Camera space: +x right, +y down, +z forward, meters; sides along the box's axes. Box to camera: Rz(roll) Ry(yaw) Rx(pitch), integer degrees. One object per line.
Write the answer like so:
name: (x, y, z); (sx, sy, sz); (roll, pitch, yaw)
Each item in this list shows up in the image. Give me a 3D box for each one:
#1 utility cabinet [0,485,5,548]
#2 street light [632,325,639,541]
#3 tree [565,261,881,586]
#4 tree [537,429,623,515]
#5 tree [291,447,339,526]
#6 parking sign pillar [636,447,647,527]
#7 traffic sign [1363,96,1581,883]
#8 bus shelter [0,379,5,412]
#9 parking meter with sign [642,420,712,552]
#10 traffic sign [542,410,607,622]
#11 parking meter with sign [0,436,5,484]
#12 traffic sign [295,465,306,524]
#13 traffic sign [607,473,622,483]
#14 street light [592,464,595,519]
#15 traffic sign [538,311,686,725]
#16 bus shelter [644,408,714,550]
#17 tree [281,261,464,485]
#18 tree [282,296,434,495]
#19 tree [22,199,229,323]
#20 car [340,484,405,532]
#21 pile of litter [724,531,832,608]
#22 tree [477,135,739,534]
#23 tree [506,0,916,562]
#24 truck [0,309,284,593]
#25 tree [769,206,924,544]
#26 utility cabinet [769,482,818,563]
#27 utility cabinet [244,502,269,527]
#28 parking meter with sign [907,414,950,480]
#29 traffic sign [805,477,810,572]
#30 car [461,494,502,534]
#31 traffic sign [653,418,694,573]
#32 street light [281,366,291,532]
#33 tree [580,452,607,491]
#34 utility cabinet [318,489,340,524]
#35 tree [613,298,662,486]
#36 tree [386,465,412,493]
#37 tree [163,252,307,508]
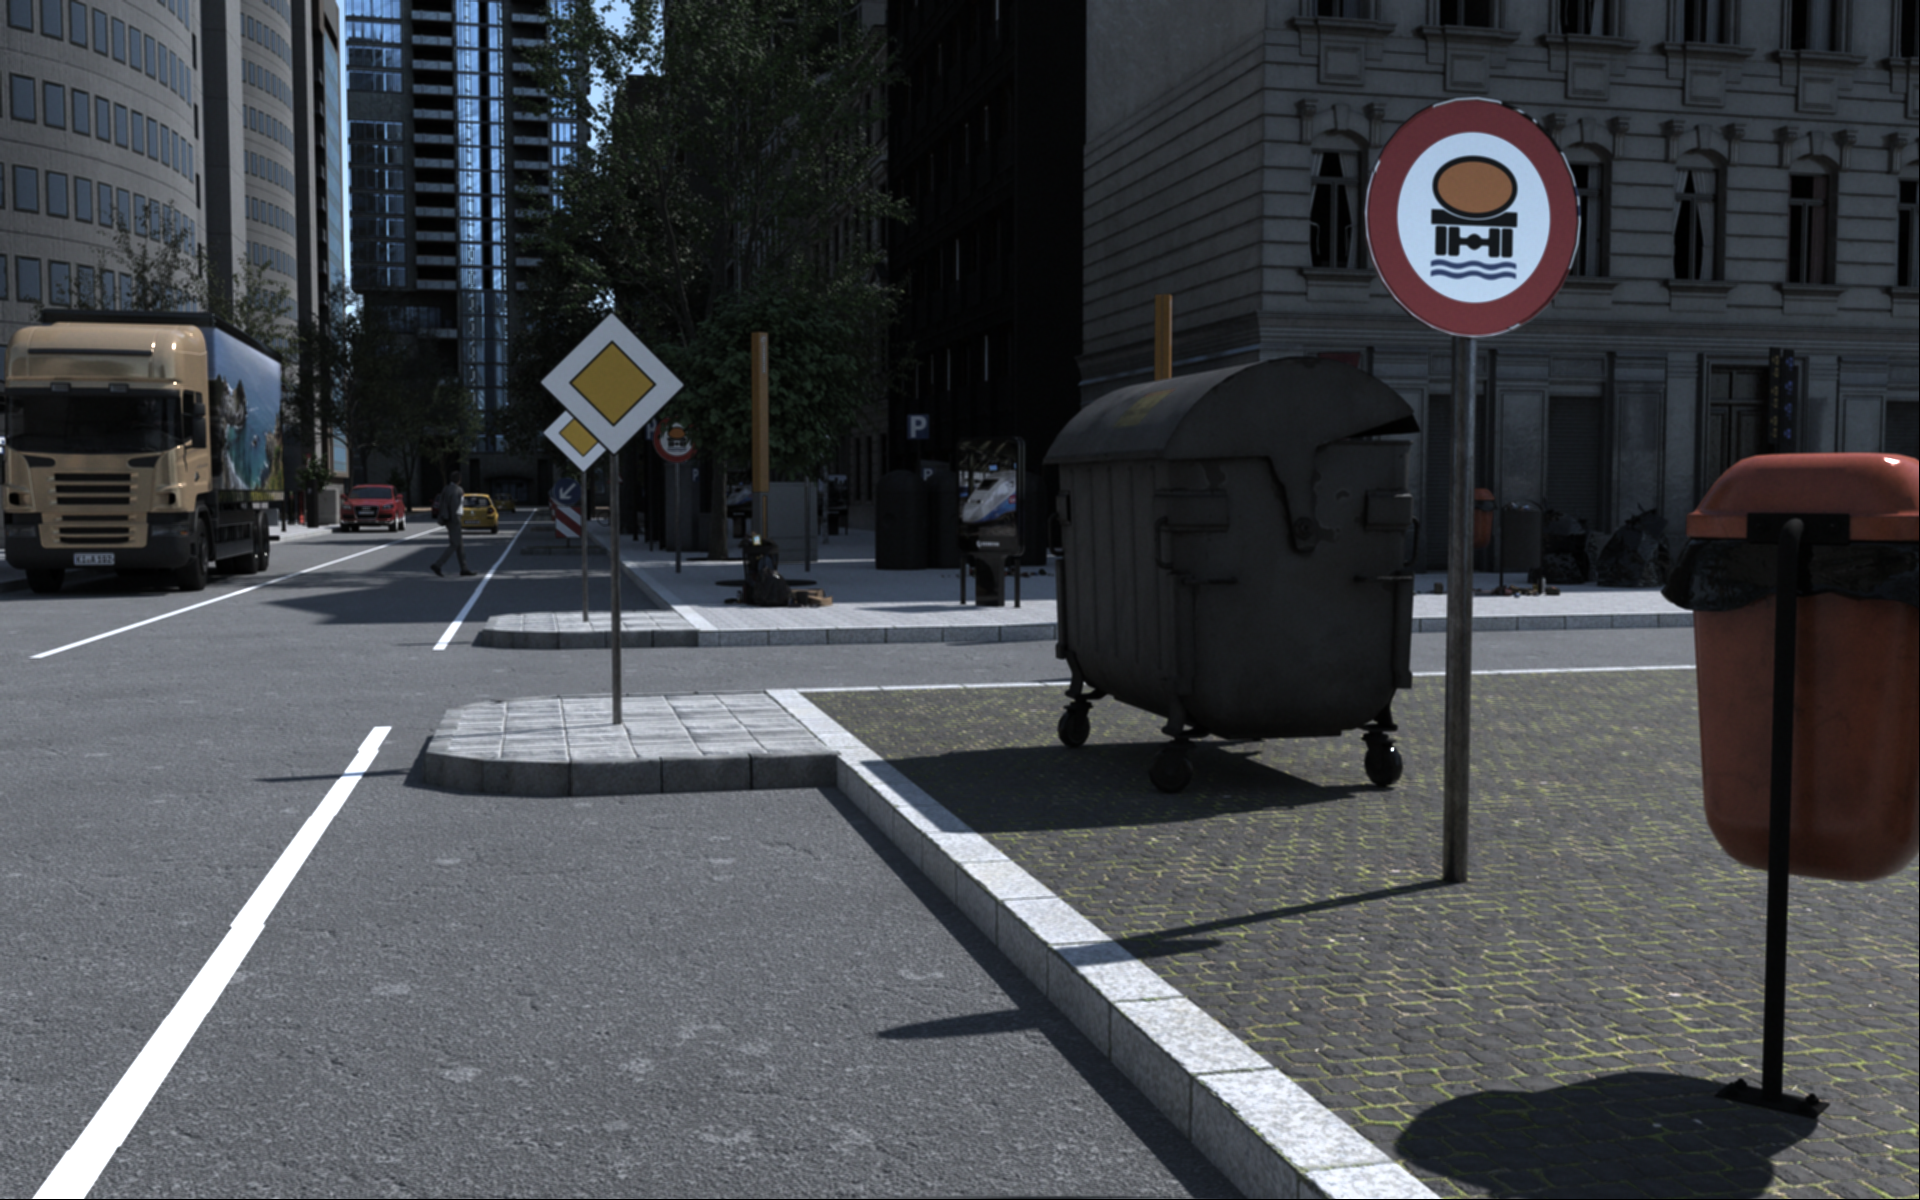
utility cabinet: (-22.331, -1.959, 40.701); (1.173, 1.500, 0.318); (2, 4, 27)
street light: (-8.933, -4.570, 47.514); (0.468, 5.910, 1.993); (-1, 4, -13)
tree: (-2.680, -2.497, 24.542); (4.285, 4.588, 4.351); (0, 3, 0)
tree: (-22.938, -11.623, 108.169); (7.486, 12.596, 7.792); (0, 3, 0)
tree: (-26.343, -4.646, 70.563); (1.663, 3.219, 1.824); (0, 3, 0)
parking sign pillar: (-12.174, -4.825, 67.358); (1.447, 3.967, 1.447); (0, 4, -4)
traffic sign: (1.644, -0.340, 5.672); (0.768, 2.556, 0.104); (-1, 4, -13)
bus shelter: (-16.177, -2.026, 27.055); (2.014, 3.302, 5.546); (-1, 4, -13)
parking meter with sign: (-6.170, -2.584, 38.514); (1.738, 3.016, 0.543); (1, 4, 22)
traffic sign: (-3.770, -0.839, 17.358); (0.795, 2.450, 0.064); (-1, 4, -13)
parking meter with sign: (-29.525, -3.407, 51.967); (1.738, 3.016, 0.543); (0, 4, 2)
traffic sign: (-28.443, -4.588, 75.119); (0.768, 2.556, 0.104); (0, 4, -6)
traffic sign: (-17.046, -5.253, 85.883); (0.884, 2.594, 0.081); (-1, 4, -12)
street light: (-19.187, -7.202, 90.547); (0.468, 5.910, 1.993); (-1, 4, -13)
traffic sign: (-1.914, -0.364, 9.591); (0.795, 2.450, 0.064); (-1, 4, -13)
bus shelter: (-7.114, -3.145, 42.700); (1.731, 3.624, 6.357); (-1, 4, -13)
tree: (-31.635, -11.099, 91.841); (12.009, 13.543, 11.850); (0, 3, 0)
tree: (-28.316, -8.968, 81.047); (7.601, 10.594, 8.767); (-2, 4, -33)
tree: (-20.229, -5.643, 42.629); (4.360, 8.622, 3.978); (0, 3, 0)
car: (-22.529, -3.539, 66.538); (2.281, 1.827, 5.304); (-1, 4, -13)
pile of litter: (-2.133, -0.385, 20.253); (1.176, 0.858, 1.719); (-1, 4, -19)
tree: (-10.535, -8.456, 55.266); (9.611, 12.733, 9.660); (0, 3, 0)
tree: (-4.682, -6.552, 32.877); (9.928, 11.665, 9.643); (0, 3, 0)
truck: (-13.231, -2.434, 28.706); (2.839, 4.237, 11.283); (-1, 4, -14)
tree: (-3.276, -5.756, 44.478); (4.737, 8.622, 4.395); (0, 3, 0)
utility cabinet: (-3.202, -1.427, 32.018); (1.173, 1.500, 0.318); (-3, 5, -41)
utility cabinet: (-23.868, -2.911, 58.749); (0.306, 1.237, 1.020); (1, 4, 9)
parking meter with sign: (-0.532, -2.591, 38.623); (0.543, 3.016, 1.738); (2, 4, 26)
traffic sign: (-2.520, -1.741, 28.572); (0.768, 2.556, 0.104); (-1, 4, -13)
car: (-17.832, -3.259, 63.501); (2.015, 1.641, 3.980); (-1, 4, -14)
traffic sign: (-4.584, -1.713, 28.122); (0.768, 2.556, 0.104); (0, 4, -4)
street light: (-23.115, -5.274, 59.025); (0.468, 5.910, 1.993); (-1, 4, -13)
tree: (-34.425, -12.746, 158.764); (4.360, 8.622, 3.978); (0, 3, 0)
utility cabinet: (-26.458, -3.888, 72.247); (1.173, 1.500, 0.318); (1, 4, 16)
tree: (-11.862, -6.965, 64.248); (4.737, 8.622, 4.395); (0, 3, 0)
tree: (-36.539, -7.187, 112.112); (1.663, 3.219, 1.824); (0, 3, 0)
tree: (-21.686, -6.209, 51.886); (4.737, 8.622, 4.395); (0, 3, 0)
